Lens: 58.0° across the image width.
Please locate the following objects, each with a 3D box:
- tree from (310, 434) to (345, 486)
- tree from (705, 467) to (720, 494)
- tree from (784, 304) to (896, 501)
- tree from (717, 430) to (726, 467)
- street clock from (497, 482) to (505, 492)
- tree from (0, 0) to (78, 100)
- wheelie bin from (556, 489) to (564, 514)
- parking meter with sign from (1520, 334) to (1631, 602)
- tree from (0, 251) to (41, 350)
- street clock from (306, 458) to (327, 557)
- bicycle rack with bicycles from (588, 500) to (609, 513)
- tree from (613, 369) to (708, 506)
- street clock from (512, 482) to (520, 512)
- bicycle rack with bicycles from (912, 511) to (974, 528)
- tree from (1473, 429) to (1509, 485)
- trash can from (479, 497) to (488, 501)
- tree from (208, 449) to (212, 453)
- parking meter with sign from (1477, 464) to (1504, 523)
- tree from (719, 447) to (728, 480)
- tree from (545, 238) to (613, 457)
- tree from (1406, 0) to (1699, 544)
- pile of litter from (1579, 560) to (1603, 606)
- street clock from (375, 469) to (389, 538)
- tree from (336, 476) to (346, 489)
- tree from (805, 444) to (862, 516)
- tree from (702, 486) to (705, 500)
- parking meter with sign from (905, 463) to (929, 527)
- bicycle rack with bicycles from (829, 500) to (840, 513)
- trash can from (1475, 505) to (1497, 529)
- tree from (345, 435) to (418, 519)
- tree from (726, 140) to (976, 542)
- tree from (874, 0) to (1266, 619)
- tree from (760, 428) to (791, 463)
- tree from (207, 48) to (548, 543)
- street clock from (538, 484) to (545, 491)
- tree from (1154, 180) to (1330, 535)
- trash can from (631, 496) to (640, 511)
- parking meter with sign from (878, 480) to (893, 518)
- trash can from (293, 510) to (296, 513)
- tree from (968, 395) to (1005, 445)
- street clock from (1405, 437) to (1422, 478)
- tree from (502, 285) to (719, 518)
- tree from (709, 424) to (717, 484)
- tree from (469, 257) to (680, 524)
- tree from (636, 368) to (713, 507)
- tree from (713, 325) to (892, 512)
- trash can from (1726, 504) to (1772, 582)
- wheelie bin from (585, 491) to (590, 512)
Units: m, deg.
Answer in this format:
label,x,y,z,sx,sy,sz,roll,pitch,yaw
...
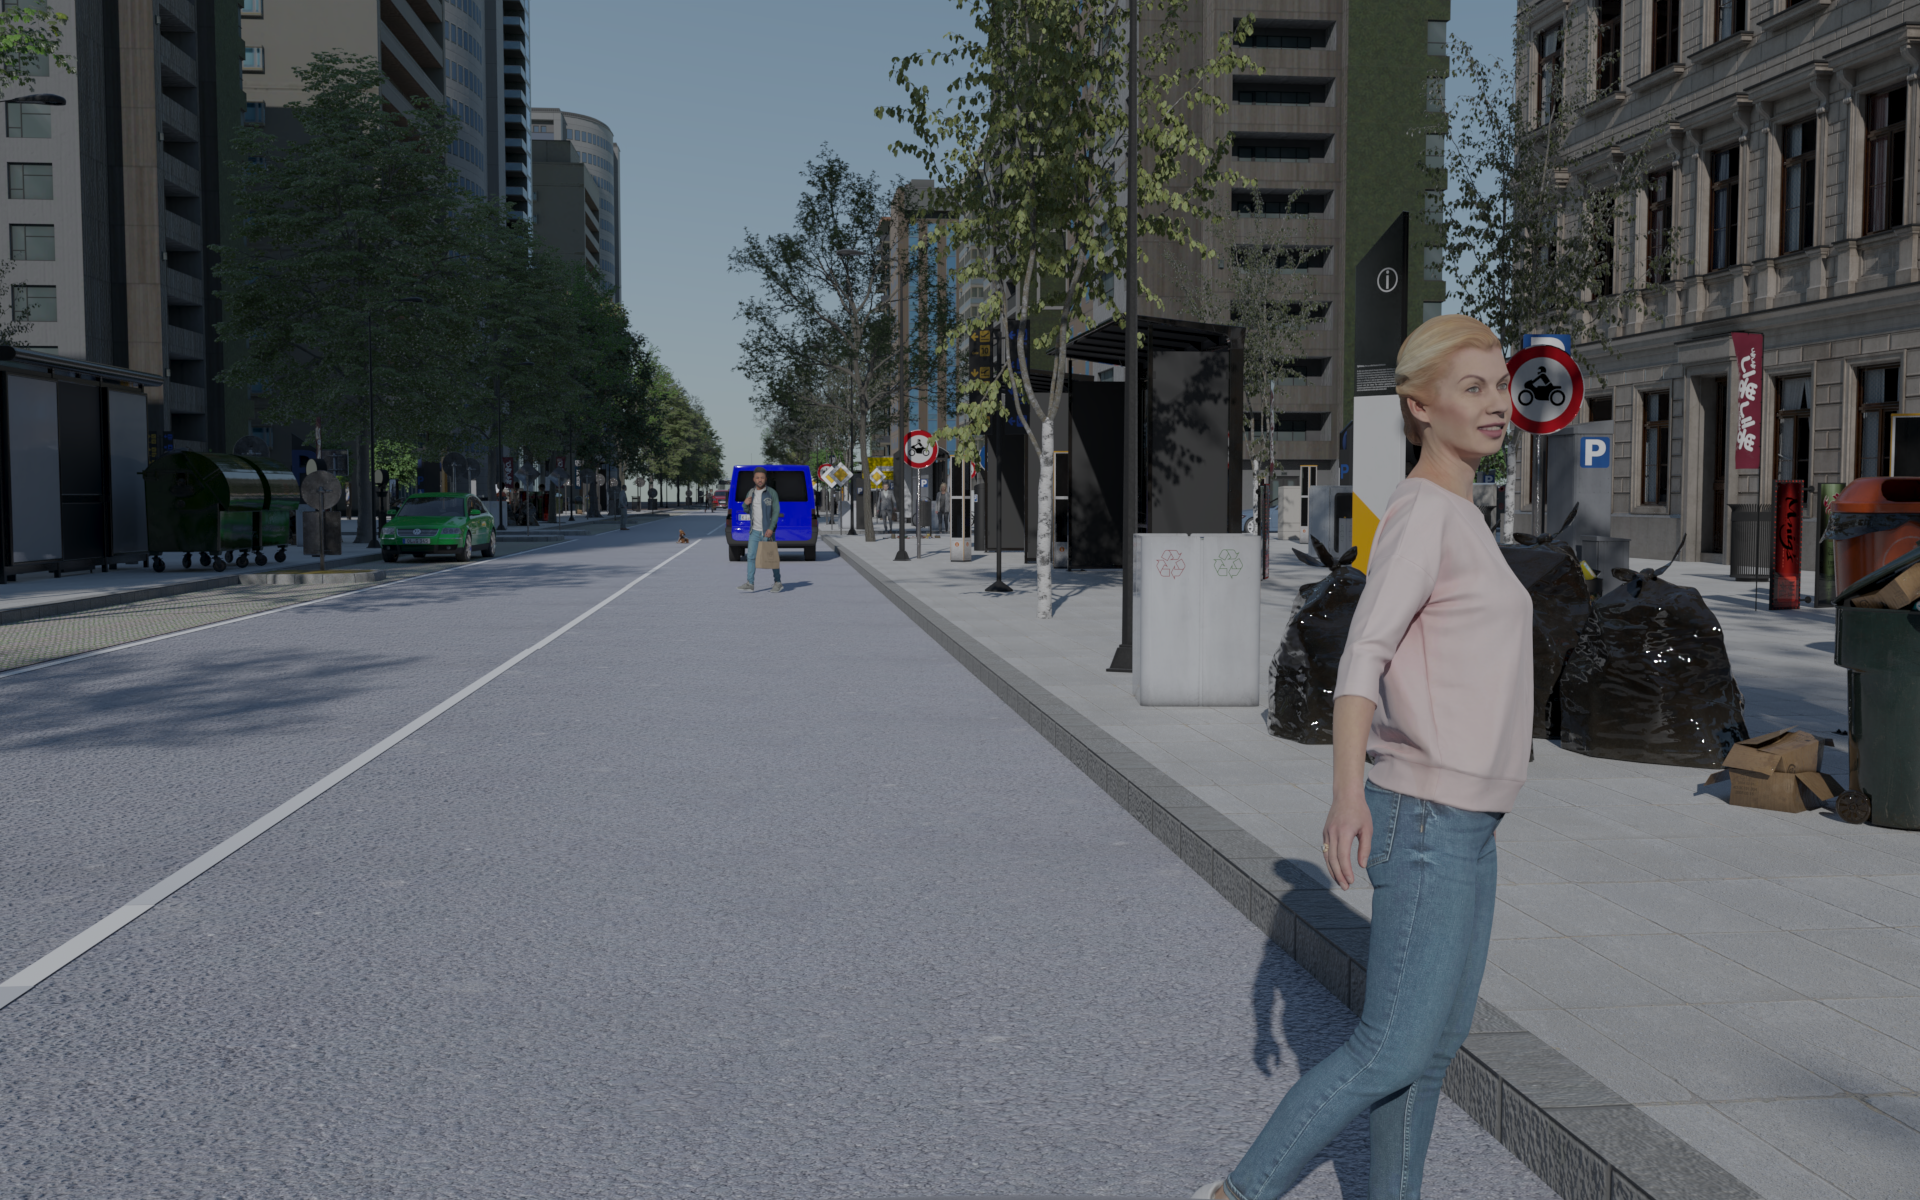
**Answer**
label,x,y,z,sx,sy,sz,roll,pitch,yaw
tree,-34.817,-6.835,95.460,4.285,4.588,4.351,0,3,0
tree,-39.536,-19.625,271.227,4.737,8.622,4.395,0,3,0
tree,-4.599,-7.075,66.047,4.360,8.622,3.978,0,3,0
tree,-37.420,-20.327,250.467,7.486,12.596,7.792,0,3,0
street clock,-27.069,-5.971,102.189,0.358,2.002,0.471,2,4,33
tree,-11.006,-5.367,13.511,9.928,11.665,9.643,0,3,0
wheelie bin,-26.011,-6.349,111.713,0.980,1.594,0.693,3,4,39
parking meter with sign,6.476,-1.339,18.156,0.543,3.016,1.738,0,4,-6
tree,-24.580,-5.580,41.591,4.360,8.622,3.978,0,3,0
street clock,-13.091,-1.878,35.273,0.471,2.002,0.358,3,5,41
bicycle rack with bicycles,-23.685,-6.202,114.782,2.852,0.926,2.925,1,4,10
tree,-26.155,-14.120,148.987,7.486,12.596,7.792,0,3,0
street clock,-25.907,-5.900,101.040,0.358,2.002,0.471,2,4,26
bicycle rack with bicycles,-0.221,-3.224,66.101,2.925,0.926,2.852,0,4,8
tree,22.635,-5.604,75.336,4.285,4.588,4.351,0,3,0
trash can,-21.388,-4.105,78.771,0.748,1.137,0.748,0,3,0
tree,-31.650,-4.819,73.391,1.663,3.219,1.824,0,3,0
parking meter with sign,16.306,-3.517,53.767,0.543,3.016,1.738,0,4,3
tree,-33.090,-18.011,211.490,9.611,12.733,9.660,0,3,0
tree,-17.526,-9.053,66.138,7.486,12.596,7.792,0,3,0
tree,8.508,-4.626,25.996,4.360,8.622,3.978,0,3,0
pile of litter,4.360,0.089,12.507,1.719,0.858,1.176,2,4,33
street clock,-16.767,-2.794,50.246,0.471,2.002,0.358,3,5,39
tree,-33.223,-5.920,91.390,1.663,3.219,1.824,0,3,0
tree,-7.596,-7.353,103.938,4.285,4.588,4.351,0,3,0
tree,-38.138,-18.827,258.188,4.360,8.622,3.978,0,3,0
parking meter with sign,-1.582,-4.437,68.812,0.543,3.016,1.738,-2,4,-25
bicycle rack with bicycles,-7.344,-6.293,116.266,2.852,0.926,2.925,2,4,28
trash can,6.256,-0.600,21.465,0.748,1.137,0.748,0,3,0
tree,-29.292,-6.476,89.598,4.285,4.588,4.351,0,3,0
tree,-2.751,-6.846,46.337,7.601,10.594,8.767,0,4,3
tree,0.971,-4.127,17.840,4.737,8.622,4.395,0,3,0
tree,-23.506,-19.141,238.702,9.928,11.665,9.643,0,3,0
tree,-15.671,-7.777,45.280,7.486,12.596,7.792,0,3,0
street clock,-29.149,-7.104,120.716,0.471,2.002,0.358,-2,4,-33
tree,6.642,-5.469,39.776,4.360,8.622,3.978,0,3,0
trash can,-24.367,-7.252,130.228,0.748,1.137,0.748,0,3,0
parking meter with sign,-3.746,-5.836,91.674,0.543,3.016,1.738,-3,4,-38
trash can,-19.163,-2.297,49.208,0.748,1.137,0.748,0,3,0
tree,2.601,-9.855,111.485,4.360,8.622,3.978,0,3,0
street clock,4.506,-0.769,17.142,0.471,2.002,0.358,-3,5,-41
tree,-20.045,-10.823,93.959,9.611,12.733,9.660,0,3,0
tree,-31.865,-16.824,193.192,7.486,12.596,7.792,0,3,0
tree,-17.707,-9.154,75.419,9.928,11.665,9.643,0,3,0
tree,-29.228,-15.799,168.685,12.009,13.543,11.850,0,3,0
tree,-9.616,-13.004,122.978,12.009,13.543,11.850,0,3,0
trash can,11.618,-0.839,25.367,0.748,1.137,0.748,0,3,0
wheelie bin,-26.060,-6.990,122.197,0.693,1.594,0.980,0,4,1
